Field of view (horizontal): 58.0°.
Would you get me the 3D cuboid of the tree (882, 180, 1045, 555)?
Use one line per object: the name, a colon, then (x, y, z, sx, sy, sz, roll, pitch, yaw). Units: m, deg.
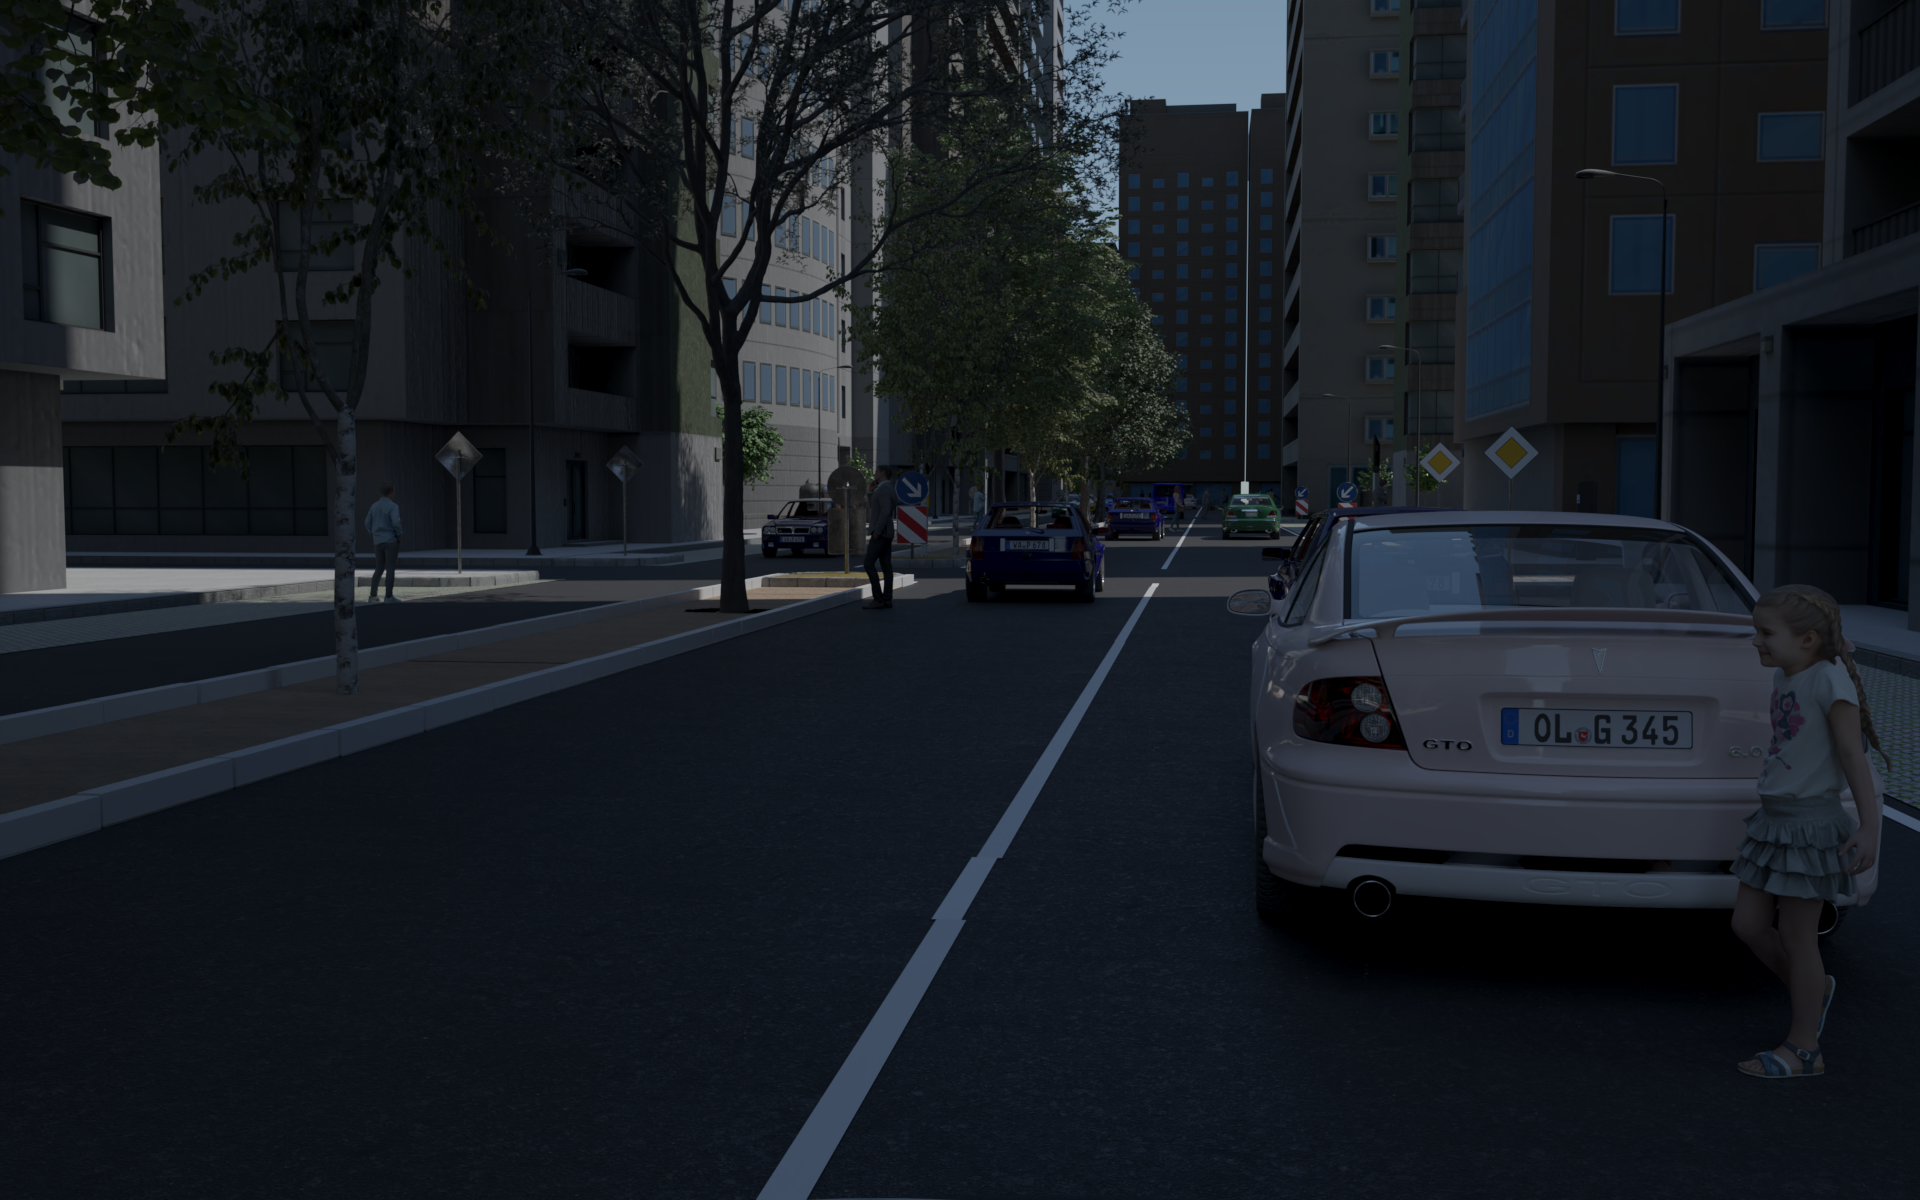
tree: (-0.079, -5.355, 40.367, 4.360, 8.622, 3.978, 0, 3, 0)

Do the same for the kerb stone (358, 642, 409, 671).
kerb stone: (-4.860, 0.482, 14.311, 0.120, 0.150, 1.000, 1, 4, 8)

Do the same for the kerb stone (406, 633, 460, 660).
kerb stone: (-4.720, 0.420, 15.323, 0.120, 0.150, 1.000, 1, 4, 8)

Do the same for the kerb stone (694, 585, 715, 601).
kerb stone: (-3.544, -0.075, 23.429, 0.120, 0.150, 1.000, 1, 4, 8)

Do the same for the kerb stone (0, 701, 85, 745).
kerb stone: (-5.442, 0.732, 10.252, 0.120, 0.150, 1.000, 1, 4, 8)

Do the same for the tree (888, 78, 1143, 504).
tree: (0.986, -7.713, 46.687, 7.486, 12.596, 7.792, 0, 3, 0)

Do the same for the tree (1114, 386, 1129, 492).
tree: (4.387, -7.162, 69.926, 4.737, 8.622, 4.395, 0, 3, 0)

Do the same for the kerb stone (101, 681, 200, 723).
kerb stone: (-5.306, 0.669, 11.264, 0.120, 0.150, 1.000, 1, 4, 8)

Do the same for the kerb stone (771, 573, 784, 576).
kerb stone: (-2.959, -0.324, 27.490, 0.120, 0.150, 1.000, 1, 4, 8)

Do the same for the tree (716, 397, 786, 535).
tree: (-7.160, -4.350, 54.842, 4.285, 4.588, 4.351, 0, 3, 0)

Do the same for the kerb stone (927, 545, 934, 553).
kerb stone: (-0.832, -1.225, 42.225, 0.120, 0.150, 1.000, 1, 4, 8)

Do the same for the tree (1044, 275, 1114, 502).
tree: (2.258, -6.121, 52.897, 4.737, 8.622, 4.395, 0, 3, 0)

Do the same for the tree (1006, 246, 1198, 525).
tree: (5.615, -9.677, 77.687, 9.611, 12.733, 9.660, 0, 3, 0)

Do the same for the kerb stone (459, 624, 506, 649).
kerb stone: (-4.569, 0.364, 16.335, 0.120, 0.150, 1.000, 1, 4, 8)

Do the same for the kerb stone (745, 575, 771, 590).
kerb stone: (-3.105, -0.260, 26.475, 0.120, 0.150, 1.000, 1, 4, 8)

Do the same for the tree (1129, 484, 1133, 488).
tree: (7.881, -8.679, 94.727, 4.737, 8.622, 4.395, 0, 3, 0)

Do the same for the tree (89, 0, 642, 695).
tree: (-4.351, -3.640, 12.332, 4.360, 8.622, 3.978, 0, 3, 0)

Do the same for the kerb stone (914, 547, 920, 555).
kerb stone: (-1.121, -1.101, 40.197, 0.120, 0.150, 1.000, 1, 4, 8)

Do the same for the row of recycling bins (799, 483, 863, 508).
row of recycling bins: (-5.106, -3.620, 66.299, 1.069, 1.692, 3.534, 2, 4, 25)

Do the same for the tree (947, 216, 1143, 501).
tree: (2.740, -8.177, 61.910, 9.928, 11.665, 9.643, 0, 3, 0)

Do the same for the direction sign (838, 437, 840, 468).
direction sign: (-4.821, -4.714, 69.066, 0.379, 3.537, 0.876, 0, 4, -2)

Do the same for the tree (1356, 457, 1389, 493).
tree: (18.755, -5.133, 78.531, 1.663, 3.219, 1.824, 0, 3, 0)

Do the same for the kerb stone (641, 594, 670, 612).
kerb stone: (-3.834, 0.048, 21.406, 0.120, 0.150, 1.000, 1, 4, 8)

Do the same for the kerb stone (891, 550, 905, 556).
kerb stone: (-1.419, -0.977, 38.172, 0.120, 0.150, 1.000, 1, 4, 8)

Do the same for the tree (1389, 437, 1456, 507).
tree: (15.871, -3.953, 59.231, 1.663, 3.219, 1.824, 0, 3, 0)

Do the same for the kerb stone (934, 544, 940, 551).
kerb stone: (-0.686, -1.285, 43.241, 0.120, 0.150, 1.000, 1, 4, 8)

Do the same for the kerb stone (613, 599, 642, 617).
kerb stone: (-3.989, 0.111, 20.386, 0.120, 0.150, 1.000, 1, 4, 8)

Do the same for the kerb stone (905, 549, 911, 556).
kerb stone: (-1.277, -1.038, 39.187, 0.120, 0.150, 1.000, 1, 4, 8)

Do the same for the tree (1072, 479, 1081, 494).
tree: (12.640, -11.778, 187.165, 1.663, 3.219, 1.824, 0, 3, 0)

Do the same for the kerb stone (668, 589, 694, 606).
kerb stone: (-3.688, -0.014, 22.417, 0.120, 0.150, 1.000, 1, 4, 8)

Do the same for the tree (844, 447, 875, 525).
tree: (-4.349, -4.676, 71.056, 1.663, 3.219, 1.824, 0, 3, 0)

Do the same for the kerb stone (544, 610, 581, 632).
kerb stone: (-4.277, 0.235, 18.357, 0.120, 0.150, 1.000, 1, 4, 8)

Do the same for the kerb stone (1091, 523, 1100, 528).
kerb stone: (5.638, -3.069, 72.381, 0.120, 0.150, 1.000, 1, 4, 8)

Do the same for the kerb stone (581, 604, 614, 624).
kerb stone: (-4.126, 0.173, 19.370, 0.120, 0.150, 1.000, 1, 4, 8)

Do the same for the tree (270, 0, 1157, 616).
tree: (-2.710, -6.573, 20.302, 12.009, 13.543, 11.850, 0, 3, 0)

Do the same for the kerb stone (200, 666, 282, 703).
kerb stone: (-5.146, 0.612, 12.281, 0.120, 0.150, 1.000, 1, 4, 8)

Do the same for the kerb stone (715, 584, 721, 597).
kerb stone: (-3.397, -0.135, 24.444, 0.120, 0.150, 1.000, 1, 4, 8)

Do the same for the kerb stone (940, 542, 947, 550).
kerb stone: (-0.537, -1.347, 44.253, 0.120, 0.150, 1.000, 1, 4, 8)

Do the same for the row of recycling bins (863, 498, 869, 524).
row of recycling bins: (-3.955, -4.260, 76.769, 1.069, 1.692, 3.534, 1, 4, 11)

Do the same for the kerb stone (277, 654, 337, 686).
kerb stone: (-5.000, 0.545, 13.292, 0.120, 0.150, 1.000, 1, 4, 8)

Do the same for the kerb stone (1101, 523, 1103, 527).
kerb stone: (5.931, -3.194, 74.418, 0.120, 0.150, 1.000, 1, 4, 8)

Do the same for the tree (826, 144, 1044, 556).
tree: (-0.745, -5.074, 35.775, 4.737, 8.622, 4.395, 0, 3, 0)

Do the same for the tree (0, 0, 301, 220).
tree: (-4.771, -5.186, 5.368, 7.486, 12.596, 7.792, 0, 3, 0)

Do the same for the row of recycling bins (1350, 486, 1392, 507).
row of recycling bins: (20.424, -4.701, 83.973, 3.534, 1.692, 1.069, 2, 4, 35)

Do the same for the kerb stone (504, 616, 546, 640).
kerb stone: (-4.421, 0.297, 17.346, 0.120, 0.150, 1.000, 1, 4, 8)
